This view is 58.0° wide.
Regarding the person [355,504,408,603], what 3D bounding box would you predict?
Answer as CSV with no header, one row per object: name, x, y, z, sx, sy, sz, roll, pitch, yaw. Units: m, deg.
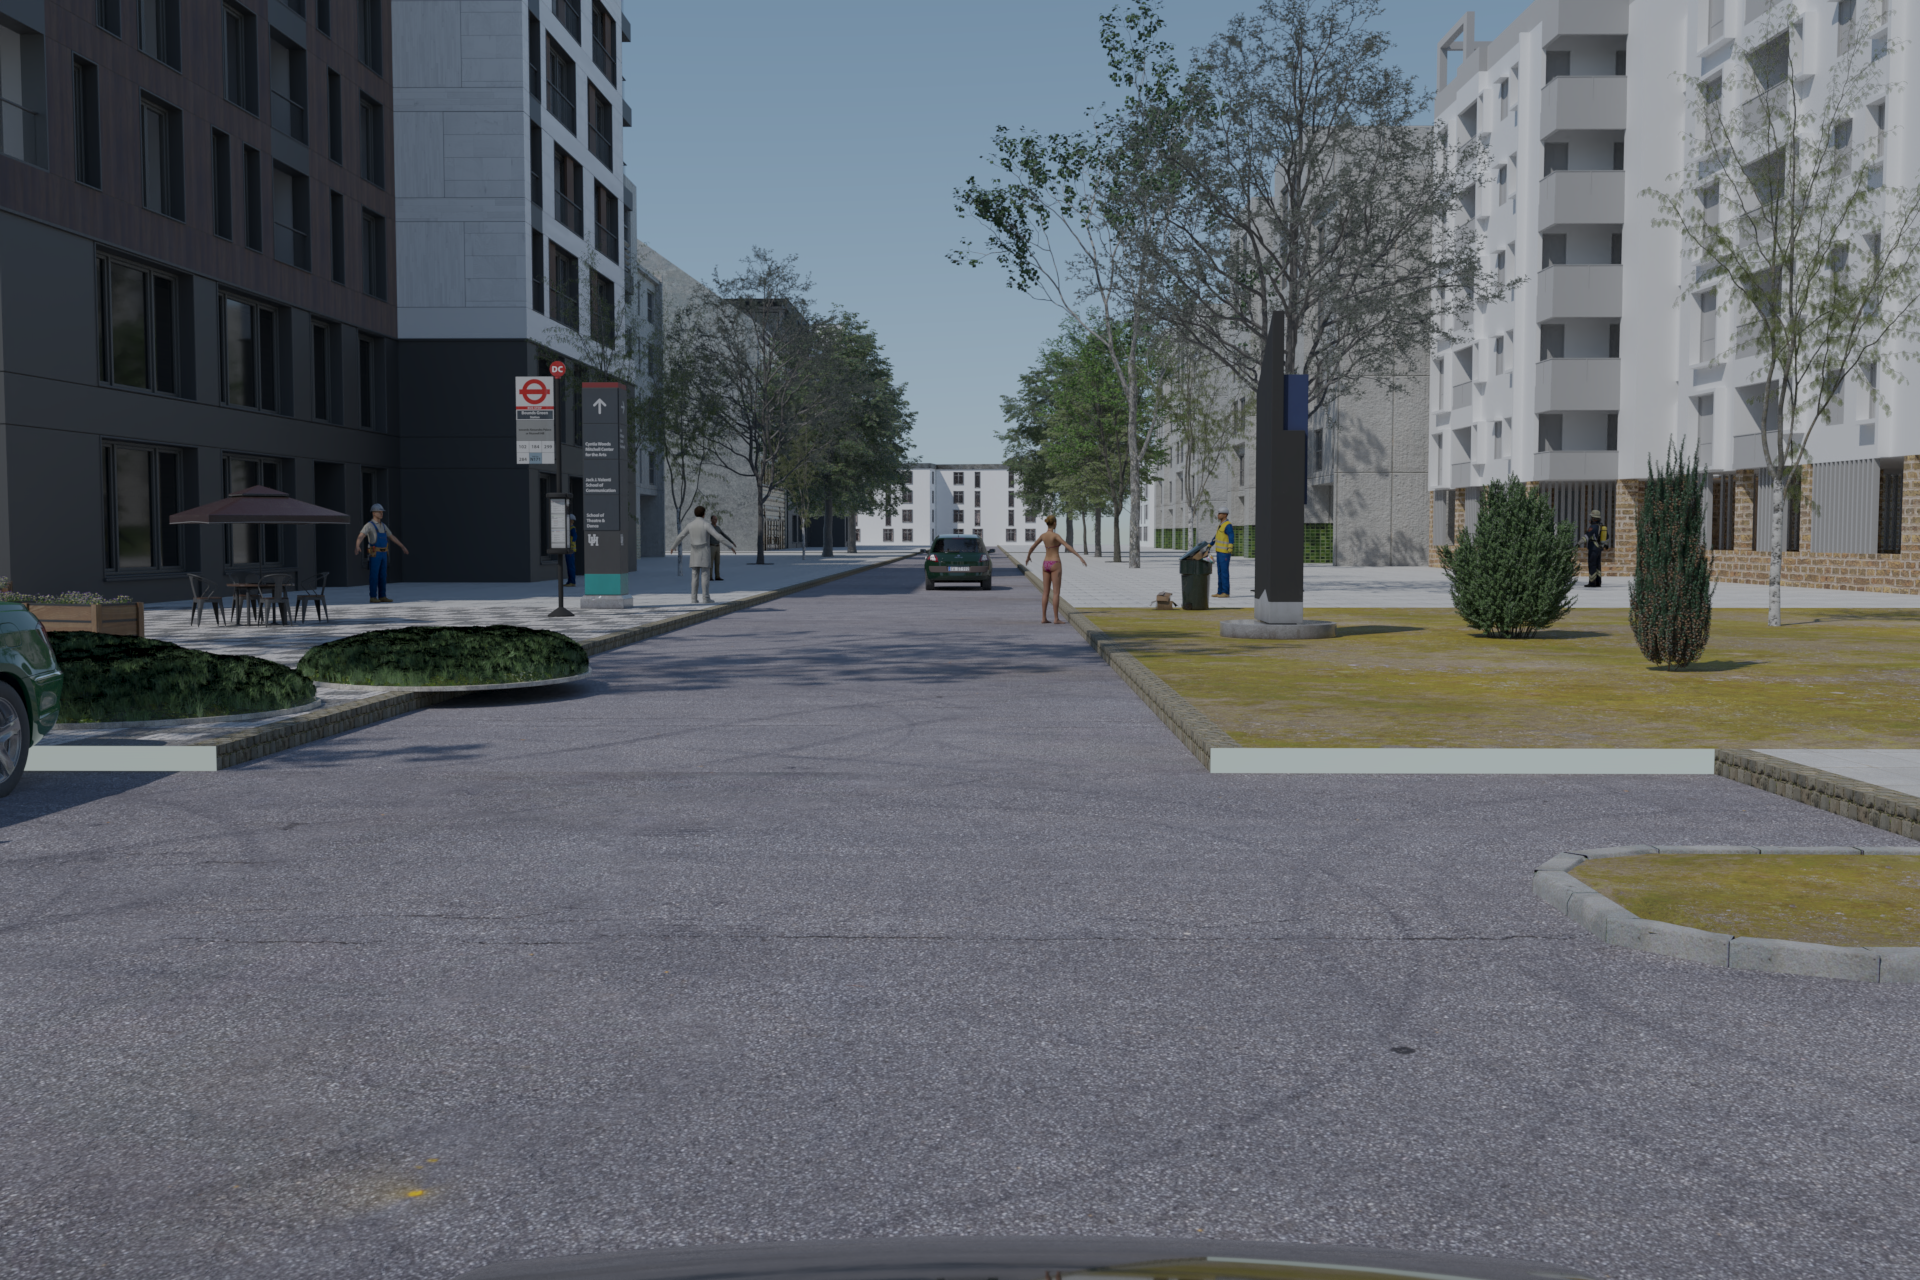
person,-10.869,-1.623,32.398,0.705,1.847,1.347,2,4,24

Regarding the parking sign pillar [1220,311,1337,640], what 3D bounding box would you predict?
parking sign pillar,3.990,-2.028,21.627,1.447,3.967,1.447,0,4,1

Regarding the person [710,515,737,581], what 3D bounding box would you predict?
person,-6.734,-2.525,47.552,1.348,1.796,0.705,-3,5,-44

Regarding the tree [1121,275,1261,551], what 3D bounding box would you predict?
tree,6.231,-5.993,48.349,4.360,8.622,3.978,0,3,0

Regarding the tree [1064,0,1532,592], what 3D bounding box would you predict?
tree,7.111,-7.800,37.897,12.009,13.543,11.850,0,3,0

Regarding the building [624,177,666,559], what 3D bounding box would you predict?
building,-24.857,-13.073,80.205,16.747,18.905,31.486,0,4,0

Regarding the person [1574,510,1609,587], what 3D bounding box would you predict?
person,15.272,-2.198,41.722,1.354,1.856,0.705,-3,4,-37

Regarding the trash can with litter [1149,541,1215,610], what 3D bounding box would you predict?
trash can with litter,3.737,-1.088,29.181,1.055,1.170,0.624,0,4,0

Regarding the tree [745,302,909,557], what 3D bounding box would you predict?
tree,-7.446,-11.656,97.232,9.857,13.997,8.962,0,3,0

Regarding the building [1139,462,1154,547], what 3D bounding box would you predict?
building,23.556,-14.232,174.834,9.099,9.664,28.070,0,4,1

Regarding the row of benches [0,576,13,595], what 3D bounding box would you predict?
row of benches,-14.118,-0.590,25.105,1.422,0.672,4.104,-2,4,-28

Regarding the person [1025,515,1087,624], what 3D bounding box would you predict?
person,1.515,-1.128,27.709,1.217,1.733,0.721,3,5,41

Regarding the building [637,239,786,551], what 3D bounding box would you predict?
building,-24.031,-18.700,136.681,19.493,23.208,18.063,0,4,0

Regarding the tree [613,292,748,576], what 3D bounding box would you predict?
tree,-8.607,-6.277,52.989,4.360,8.622,3.978,0,3,0

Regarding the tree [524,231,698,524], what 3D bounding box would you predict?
tree,-9.028,-5.670,43.060,4.360,8.622,3.978,0,3,0

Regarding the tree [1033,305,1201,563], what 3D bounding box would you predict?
tree,7.105,-9.311,77.984,9.928,11.665,9.643,0,3,0

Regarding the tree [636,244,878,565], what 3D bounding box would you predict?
tree,-8.326,-9.929,72.701,12.009,13.543,11.850,0,3,0

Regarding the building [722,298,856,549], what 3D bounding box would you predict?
building,-25.184,-19.739,166.709,27.936,21.610,32.646,0,4,1

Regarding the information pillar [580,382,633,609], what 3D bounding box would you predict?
information pillar,-6.119,-2.480,29.920,0.750,3.857,0.750,0,4,2

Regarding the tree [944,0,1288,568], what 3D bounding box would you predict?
tree,5.633,-12.679,63.190,12.611,20.169,13.585,0,3,0

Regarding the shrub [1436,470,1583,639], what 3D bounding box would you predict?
shrub,6.801,-1.064,21.442,1.661,2.075,1.752,0,3,0

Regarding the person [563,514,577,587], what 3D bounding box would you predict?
person,-9.594,-2.190,42.270,0.721,1.772,1.216,-2,4,-27

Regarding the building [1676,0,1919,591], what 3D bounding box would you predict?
building,25.133,-11.600,46.086,16.016,20.090,11.380,0,4,1

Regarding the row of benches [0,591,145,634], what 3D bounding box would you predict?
row of benches,-10.823,-0.224,19.123,4.104,0.672,1.422,1,4,21

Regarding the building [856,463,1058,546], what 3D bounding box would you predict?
building,-2.726,-15.940,205.222,28.070,9.664,9.099,1,4,10

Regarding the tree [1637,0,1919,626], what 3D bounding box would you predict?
tree,11.154,-4.505,24.015,4.360,8.622,3.978,0,3,0

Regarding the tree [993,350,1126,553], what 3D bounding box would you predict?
tree,7.307,-12.859,116.895,9.857,13.997,8.962,0,3,0

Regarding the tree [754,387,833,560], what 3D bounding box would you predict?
tree,-7.581,-8.309,86.216,4.360,8.622,3.978,0,3,0

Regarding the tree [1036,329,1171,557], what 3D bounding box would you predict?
tree,7.882,-10.814,94.928,7.486,12.596,7.792,0,3,0

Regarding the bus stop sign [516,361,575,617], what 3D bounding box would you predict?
bus stop sign,-6.426,-2.332,26.831,0.855,3.939,0.416,0,3,0

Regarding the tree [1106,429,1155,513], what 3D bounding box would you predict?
tree,20.838,-17.755,200.662,12.009,13.543,11.850,0,3,0

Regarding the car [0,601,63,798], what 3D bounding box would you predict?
car,-6.121,0.232,7.997,2.131,1.459,4.920,0,4,1

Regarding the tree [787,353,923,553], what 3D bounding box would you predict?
tree,-7.263,-12.711,114.478,9.857,13.997,8.962,0,3,0

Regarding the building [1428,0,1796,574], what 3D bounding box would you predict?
building,22.947,-12.713,64.278,16.016,20.090,11.380,0,4,1

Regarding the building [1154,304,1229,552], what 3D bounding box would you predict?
building,25.844,-16.818,141.426,16.747,18.905,31.486,0,4,1

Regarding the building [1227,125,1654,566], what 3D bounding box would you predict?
building,23.507,-13.287,83.694,16.747,18.905,31.486,0,4,1

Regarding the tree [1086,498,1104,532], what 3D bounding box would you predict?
tree,16.750,-15.779,208.349,4.360,8.622,3.978,0,3,0

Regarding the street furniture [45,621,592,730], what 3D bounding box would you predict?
street furniture,-8.264,0.099,14.010,10.072,0.657,5.734,0,4,-4

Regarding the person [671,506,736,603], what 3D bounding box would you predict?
person,-4.818,-1.594,32.256,1.347,1.806,0.705,1,4,18

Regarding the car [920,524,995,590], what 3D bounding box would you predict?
car,-0.055,-2.182,45.462,2.009,1.686,4.222,0,4,-1

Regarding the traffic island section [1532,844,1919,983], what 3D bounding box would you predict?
traffic island section,3.271,1.000,6.514,1.991,0.108,1.994,0,4,2

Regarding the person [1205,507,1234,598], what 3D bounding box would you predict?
person,5.284,-1.773,34.950,0.705,1.833,1.349,-1,4,-12

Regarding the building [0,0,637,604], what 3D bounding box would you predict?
building,-25.294,-12.181,43.138,27.936,21.610,32.646,0,4,1

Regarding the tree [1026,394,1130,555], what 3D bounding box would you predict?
tree,7.454,-10.537,106.689,7.601,10.594,8.767,1,4,12
